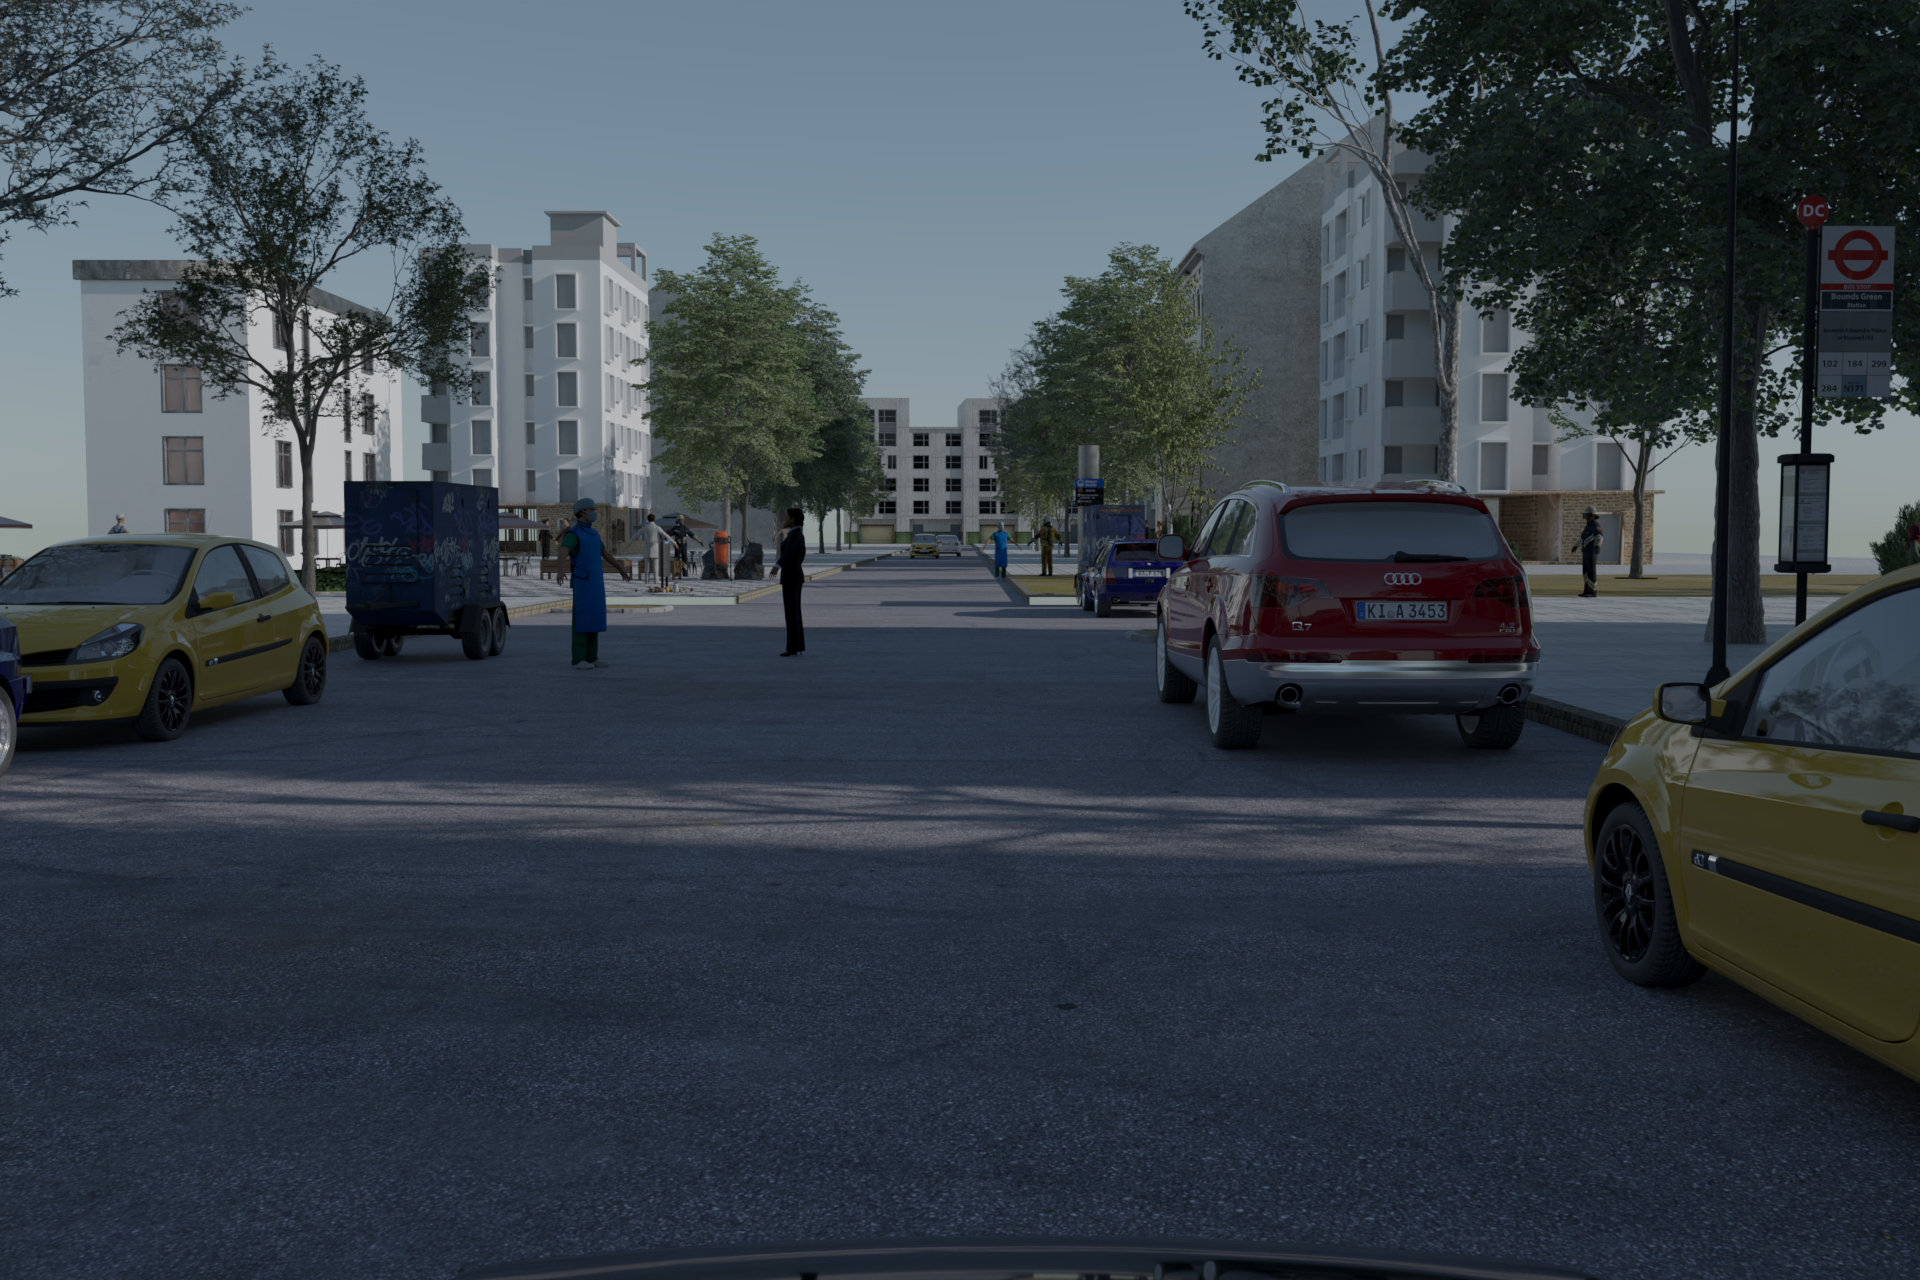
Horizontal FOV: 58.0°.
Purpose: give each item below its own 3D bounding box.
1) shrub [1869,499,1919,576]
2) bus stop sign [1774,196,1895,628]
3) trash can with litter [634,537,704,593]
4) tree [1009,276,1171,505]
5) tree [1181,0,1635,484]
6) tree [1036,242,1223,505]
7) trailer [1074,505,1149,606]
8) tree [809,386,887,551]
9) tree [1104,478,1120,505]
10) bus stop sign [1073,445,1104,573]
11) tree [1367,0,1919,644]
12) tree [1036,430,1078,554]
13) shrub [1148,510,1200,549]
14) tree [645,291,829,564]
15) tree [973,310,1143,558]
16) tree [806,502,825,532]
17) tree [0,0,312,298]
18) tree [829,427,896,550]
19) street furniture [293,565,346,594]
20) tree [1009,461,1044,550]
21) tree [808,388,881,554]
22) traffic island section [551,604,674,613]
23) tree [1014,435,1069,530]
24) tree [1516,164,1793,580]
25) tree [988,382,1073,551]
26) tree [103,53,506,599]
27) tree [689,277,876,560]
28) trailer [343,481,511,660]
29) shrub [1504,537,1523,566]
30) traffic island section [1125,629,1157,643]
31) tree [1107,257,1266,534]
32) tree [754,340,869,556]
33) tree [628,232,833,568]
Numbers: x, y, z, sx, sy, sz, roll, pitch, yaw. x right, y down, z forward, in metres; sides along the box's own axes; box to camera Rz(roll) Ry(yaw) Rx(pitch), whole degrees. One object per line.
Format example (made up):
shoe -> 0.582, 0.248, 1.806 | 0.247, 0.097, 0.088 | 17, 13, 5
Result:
shrub -> 20.222, -1.972, 36.660 | 1.690, 2.028, 1.600 | 0, 3, 0
bus stop sign -> 6.944, -1.533, 13.766 | 0.855, 3.939, 0.416 | 0, 3, 0
trash can with litter -> -6.427, -1.692, 38.721 | 1.678, 1.210, 2.233 | 0, 4, 1
tree -> 6.051, -9.721, 77.072 | 7.486, 12.596, 7.792 | 0, 3, 0
tree -> 8.686, -10.910, 34.268 | 12.611, 20.169, 13.585 | 0, 3, 0
tree -> 6.779, -9.134, 67.466 | 7.486, 12.596, 7.792 | 0, 3, 0
trailer -> 3.074, -1.747, 35.607 | 1.471, 1.999, 3.904 | 0, 4, -1
tree -> -9.564, -12.986, 130.453 | 7.486, 12.596, 7.792 | 0, 3, 0
tree -> 21.113, -17.875, 226.675 | 7.601, 10.594, 8.767 | 0, 4, -3
bus stop sign -> 3.822, -3.825, 51.551 | 0.837, 3.901, 0.837 | 0, 4, 0
tree -> 9.208, -6.931, 19.984 | 9.857, 13.997, 8.962 | 0, 3, 0
tree -> 6.175, -9.753, 109.826 | 4.360, 8.622, 3.978 | 0, 3, 0
shrub -> 6.289, -2.826, 50.632 | 1.690, 2.028, 1.600 | 0, 3, 0
tree -> -9.468, -9.122, 74.893 | 9.928, 11.665, 9.643 | 0, 3, 0
tree -> 5.821, -11.283, 94.851 | 12.009, 13.543, 11.850 | 0, 3, 0
tree -> -18.535, -17.110, 230.103 | 4.737, 8.622, 4.395 | 0, 3, 0
tree -> -12.787, -6.649, 19.084 | 12.009, 13.543, 11.850 | 0, 3, 0
tree -> -8.689, -12.672, 141.599 | 7.601, 10.594, 8.767 | -2, 4, -28
street furniture -> -15.667, -1.608, 41.909 | 5.734, 0.657, 10.072 | -3, 5, -42
tree -> 5.968, -11.561, 139.380 | 4.360, 8.622, 3.978 | 0, 3, 0
tree -> -9.052, -11.477, 113.399 | 9.928, 11.665, 9.643 | 0, 3, 0
traffic island section -> -6.412, -0.575, 32.273 | 1.991, 0.108, 1.994 | 0, 4, 0
tree -> 6.030, -10.279, 118.421 | 4.737, 8.622, 4.395 | 0, 3, 0
tree -> 19.364, -7.534, 48.943 | 9.928, 11.665, 9.643 | 0, 3, 0
tree -> 5.694, -12.891, 128.898 | 7.486, 12.596, 7.792 | 0, 3, 0
tree -> -12.240, -6.025, 32.927 | 8.767, 10.594, 7.601 | 1, 4, 22
tree -> -8.826, -10.884, 84.616 | 9.857, 13.997, 8.962 | 0, 3, 0
trailer -> -6.126, -0.752, 19.340 | 1.471, 1.999, 3.904 | 0, 3, 0
shrub -> 14.598, -2.154, 46.337 | 1.383, 1.207, 1.383 | 0, 3, 0
traffic island section -> 3.287, -0.050, 23.678 | 1.991, 0.108, 1.994 | 0, 4, 1
tree -> 5.705, -5.850, 46.005 | 4.737, 8.622, 4.395 | 0, 3, 0
tree -> -9.212, -11.188, 101.057 | 7.486, 12.596, 7.792 | 0, 3, 0
tree -> -8.661, -9.002, 65.312 | 7.486, 12.596, 7.792 | 0, 3, 0
